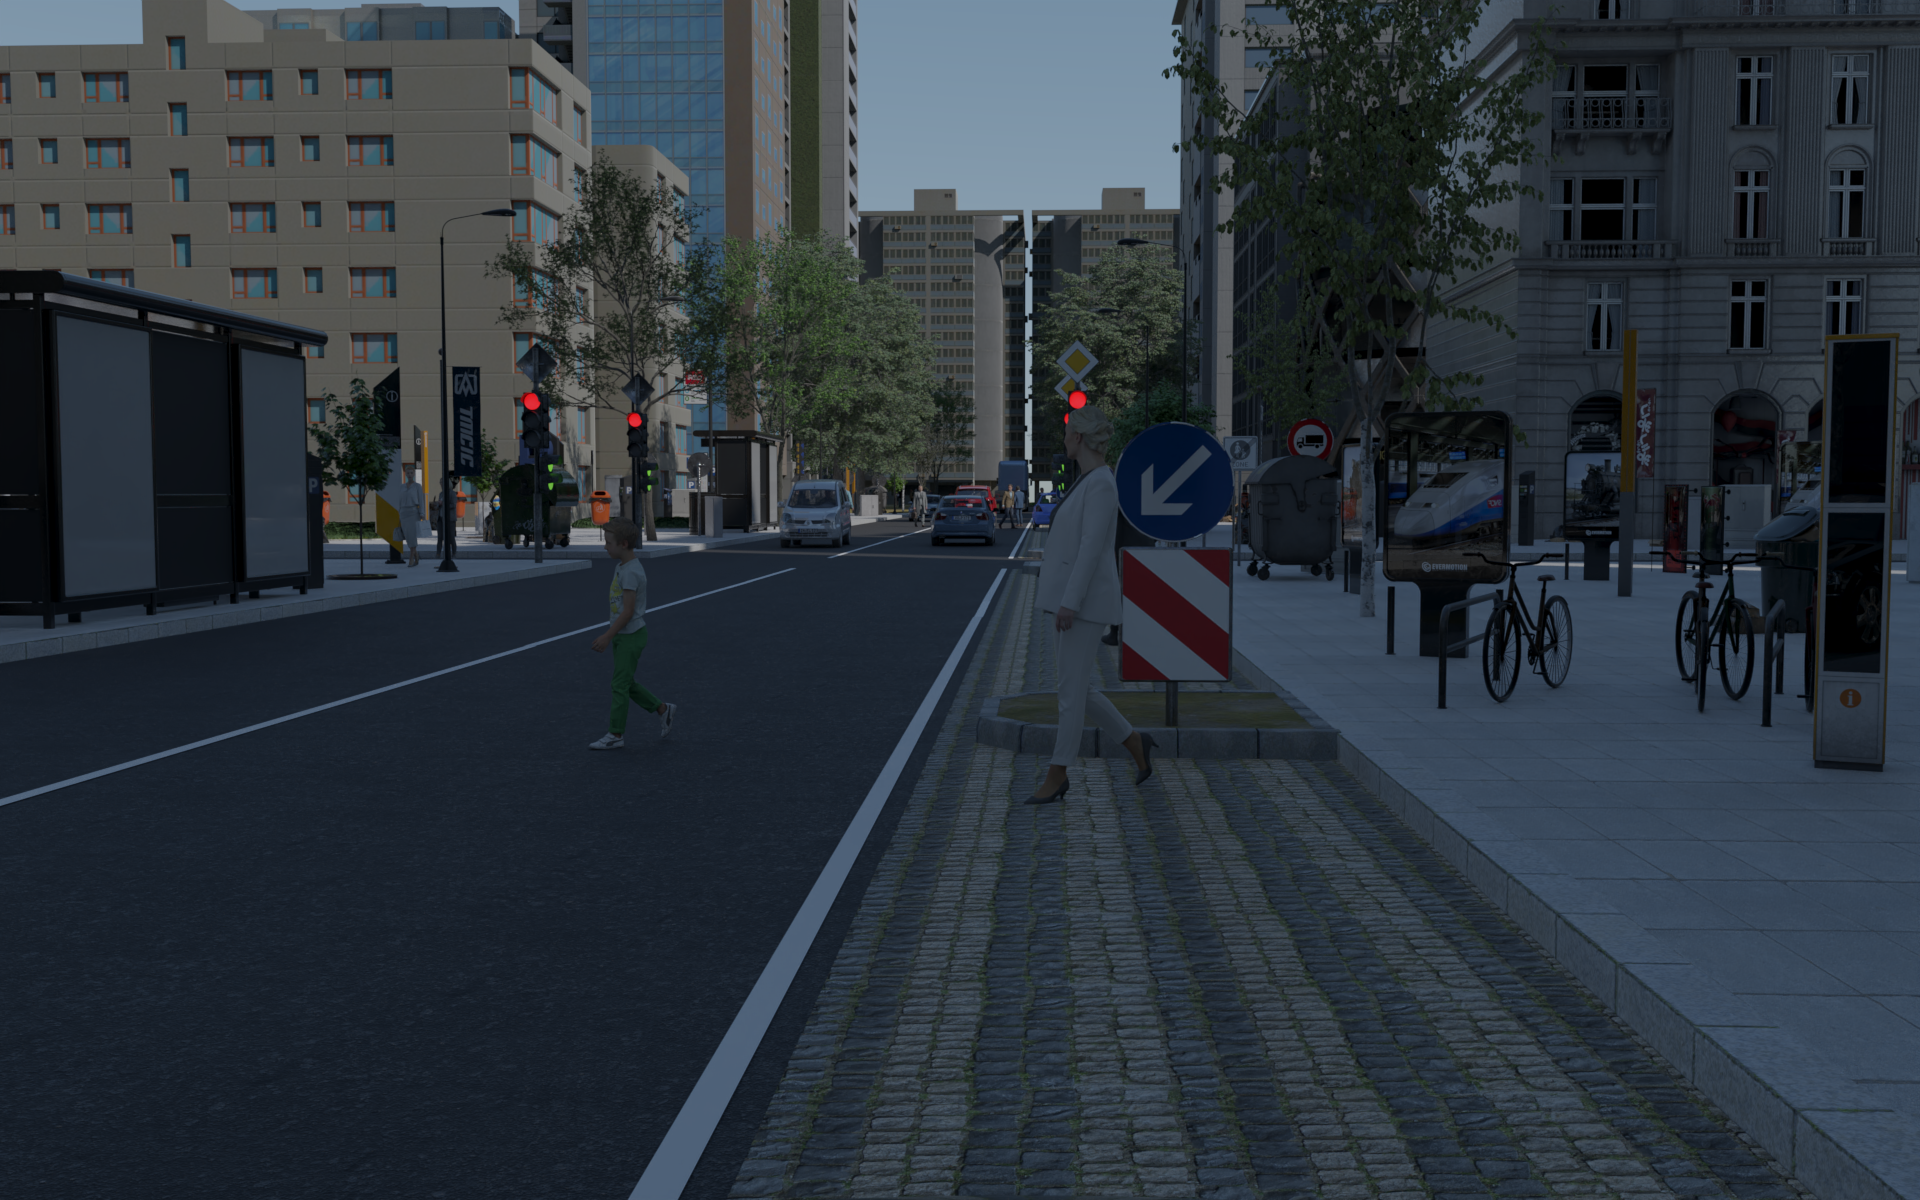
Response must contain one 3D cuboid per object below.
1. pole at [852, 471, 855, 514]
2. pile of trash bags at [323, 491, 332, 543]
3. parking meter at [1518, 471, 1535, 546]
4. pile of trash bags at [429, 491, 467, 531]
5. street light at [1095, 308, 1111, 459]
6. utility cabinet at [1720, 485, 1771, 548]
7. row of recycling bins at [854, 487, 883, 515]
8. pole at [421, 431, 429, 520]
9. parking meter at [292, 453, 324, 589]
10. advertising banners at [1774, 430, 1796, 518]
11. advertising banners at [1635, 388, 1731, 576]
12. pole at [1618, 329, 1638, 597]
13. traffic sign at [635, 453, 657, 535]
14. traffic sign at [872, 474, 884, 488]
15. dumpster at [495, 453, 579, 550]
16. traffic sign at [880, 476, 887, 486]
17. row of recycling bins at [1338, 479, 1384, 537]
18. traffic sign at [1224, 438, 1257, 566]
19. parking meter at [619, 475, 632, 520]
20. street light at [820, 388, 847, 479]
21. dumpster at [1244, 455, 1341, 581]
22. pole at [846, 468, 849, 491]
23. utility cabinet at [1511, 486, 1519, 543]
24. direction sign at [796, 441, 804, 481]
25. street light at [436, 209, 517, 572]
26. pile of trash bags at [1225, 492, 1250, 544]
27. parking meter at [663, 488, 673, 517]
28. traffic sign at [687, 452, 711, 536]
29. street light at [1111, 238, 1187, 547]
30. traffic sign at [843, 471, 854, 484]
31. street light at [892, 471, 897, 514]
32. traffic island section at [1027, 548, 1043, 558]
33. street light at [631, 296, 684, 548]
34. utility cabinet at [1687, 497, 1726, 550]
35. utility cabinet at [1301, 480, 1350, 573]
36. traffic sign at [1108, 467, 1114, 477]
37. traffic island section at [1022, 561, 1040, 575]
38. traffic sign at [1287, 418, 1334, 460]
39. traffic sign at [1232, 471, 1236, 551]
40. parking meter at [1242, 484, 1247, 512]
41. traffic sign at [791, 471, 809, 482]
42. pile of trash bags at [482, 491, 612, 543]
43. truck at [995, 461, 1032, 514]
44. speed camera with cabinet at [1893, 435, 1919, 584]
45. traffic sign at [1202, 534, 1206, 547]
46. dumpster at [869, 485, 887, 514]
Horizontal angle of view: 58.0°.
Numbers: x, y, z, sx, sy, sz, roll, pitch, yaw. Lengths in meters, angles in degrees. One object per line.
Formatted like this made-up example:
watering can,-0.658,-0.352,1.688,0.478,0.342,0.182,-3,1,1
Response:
pole,-6.948,-7.292,113.071,0.158,3.312,0.155,0,3,0
pile of trash bags,-17.380,-2.170,45.233,1.912,1.369,3.447,0,4,6
parking meter,14.029,-2.274,42.893,0.399,1.863,0.255,-3,5,-43
pile of trash bags,-18.624,-3.103,60.479,3.447,1.369,1.912,2,4,25
street light,4.135,-4.332,43.367,1.470,5.913,1.316,0,4,3
utility cabinet,18.325,-1.948,40.535,0.318,1.500,1.173,-2,4,-34
row of recycling bins,-5.648,-6.118,107.141,1.069,1.692,3.534,-1,4,-22
pole,-17.287,-3.799,55.964,0.158,3.312,0.155,0,3,0
parking meter,-8.843,-1.086,23.463,0.255,1.863,0.399,1,4,23
advertising banners,21.771,-3.129,47.341,2.074,3.025,0.090,0,4,3
advertising banners,11.634,-1.949,28.058,0.090,3.025,2.074,-1,4,-23
pole,8.336,-1.698,21.611,0.158,3.312,0.155,0,3,0
traffic sign,-9.747,-3.272,53.605,0.768,2.556,0.104,0,4,3
traffic sign,-5.196,-6.679,109.303,0.768,2.556,0.104,0,4,7
dumpster,-9.956,-2.341,40.768,1.502,2.255,1.985,0,4,3
traffic sign,-5.266,-7.038,115.183,0.768,2.556,0.104,0,4,5
row of recycling bins,10.253,-2.476,47.599,1.069,1.692,3.534,3,5,44
traffic sign,4.959,-1.749,30.727,0.606,2.300,0.079,0,4,5
parking meter,-10.150,-2.876,52.738,0.399,1.863,0.255,-3,5,-41
street light,-5.574,-6.329,76.018,1.470,5.913,1.316,0,4,3
dumpster,5.047,-1.257,26.308,1.264,1.857,1.865,0,4,3
pole,-6.004,-6.030,92.441,0.158,3.312,0.155,0,3,0
utility cabinet,13.806,-2.204,44.722,1.173,1.500,0.318,-1,4,-9
direction sign,-6.806,-4.997,73.696,0.379,3.537,0.876,1,4,16
street light,-7.909,-3.414,28.360,1.470,5.913,1.316,0,4,3
pile of trash bags,8.763,-2.107,44.203,3.447,1.369,1.912,-1,4,-8
parking meter,-12.441,-3.999,73.790,0.372,1.533,0.369,0,3,0
traffic sign,-7.938,-3.216,52.690,0.768,2.556,0.104,1,4,9
street light,3.547,-3.610,31.569,1.470,5.913,1.316,0,4,3
traffic sign,-6.194,-5.811,95.108,0.768,2.556,0.104,1,4,9
street light,-3.667,-8.482,111.220,1.470,5.913,1.316,0,4,3
traffic island section,2.558,-1.068,39.740,2.009,0.180,2.903,0,4,3
street light,-7.167,-4.175,40.801,1.470,5.913,1.316,0,4,3
utility cabinet,17.109,-1.764,40.005,0.306,1.237,1.020,-3,5,-40
utility cabinet,6.063,-1.171,27.826,1.173,1.500,0.318,3,5,42
traffic sign,6.709,-4.881,79.908,0.768,2.556,0.104,1,4,11
traffic island section,2.161,-0.580,31.764,2.009,0.180,2.903,0,4,3
traffic sign,5.890,-1.778,29.177,0.768,2.556,0.104,1,4,12
traffic sign,6.155,-2.381,38.928,0.884,2.594,0.081,1,4,11
parking meter,16.483,-5.782,100.252,0.255,1.863,0.399,1,4,13
traffic sign,-7.105,-4.723,77.233,0.884,2.594,0.081,0,4,7
pile of trash bags,-11.080,-2.245,46.458,3.447,1.369,1.912,-1,4,-10
truck,3.814,-8.851,134.467,2.967,4.110,18.799,0,4,5
speed camera with cabinet,13.788,-1.877,25.025,0.660,3.252,2.038,-3,5,-40
traffic sign,5.808,-2.510,41.143,0.768,2.556,0.104,1,4,12
dumpster,-5.481,-6.628,114.121,1.264,1.857,1.865,0,4,3
